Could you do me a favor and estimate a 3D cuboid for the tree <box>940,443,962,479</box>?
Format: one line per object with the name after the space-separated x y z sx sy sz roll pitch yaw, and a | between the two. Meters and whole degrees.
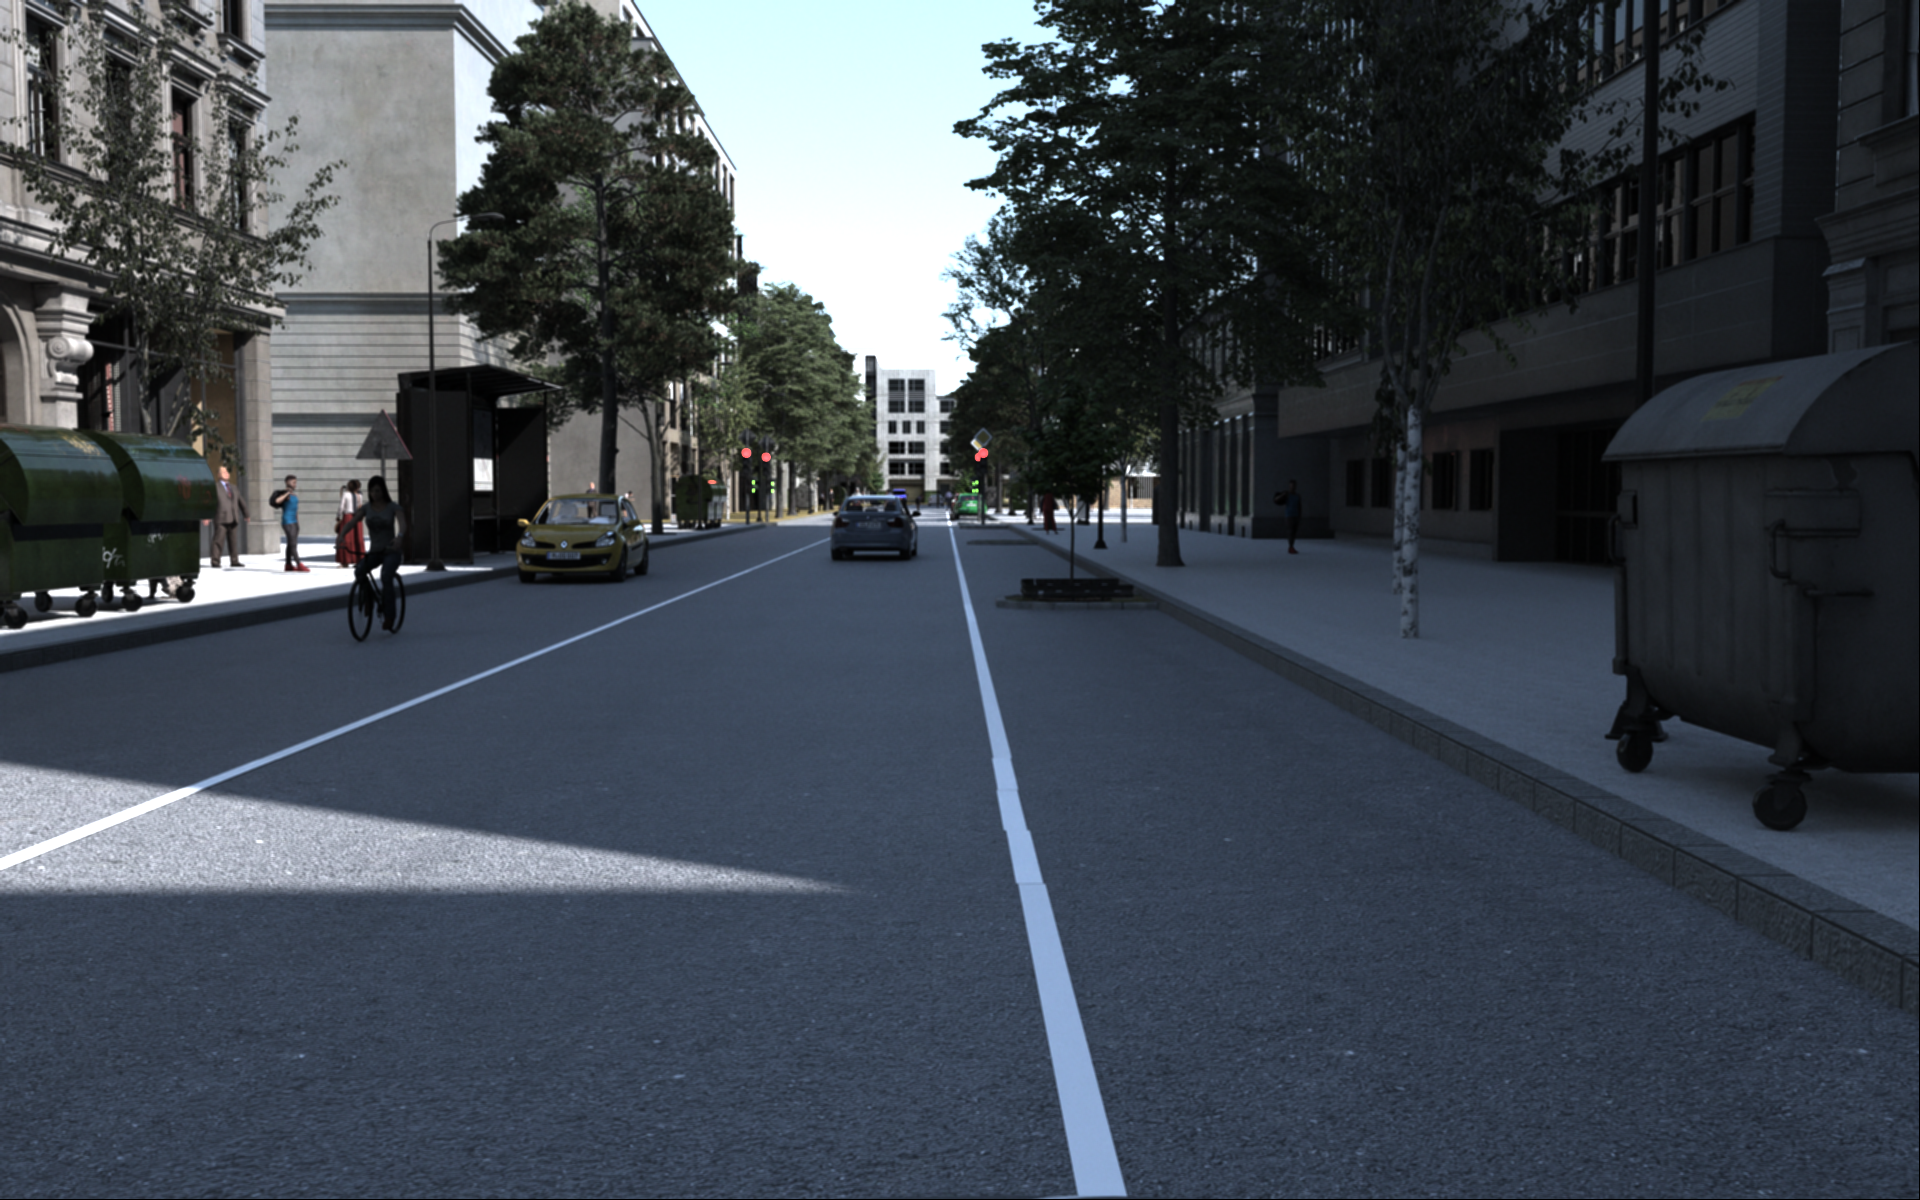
1.436 -18.032 229.229 7.601 10.594 8.767 2 4 27 | tree

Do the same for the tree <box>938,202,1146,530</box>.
3.006 -8.315 61.714 9.928 11.665 9.643 0 3 0 | tree

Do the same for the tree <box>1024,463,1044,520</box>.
3.807 -5.524 84.924 1.663 3.219 1.824 0 3 0 | tree

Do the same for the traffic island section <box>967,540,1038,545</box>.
1.188 -1.642 49.713 1.991 0.108 1.994 0 4 -1 | traffic island section

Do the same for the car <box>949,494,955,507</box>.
-0.373 -11.289 194.368 2.009 1.686 4.222 0 4 1 | car

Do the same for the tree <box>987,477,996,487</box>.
2.896 -12.538 188.714 4.285 4.588 4.351 0 3 0 | tree

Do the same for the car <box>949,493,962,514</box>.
0.301 -7.132 125.642 2.155 1.783 4.494 0 3 0 | car

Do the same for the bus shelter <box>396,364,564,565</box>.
-9.385 -2.638 34.420 1.731 3.624 6.357 0 4 0 | bus shelter

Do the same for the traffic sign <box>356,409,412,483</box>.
-8.864 -1.629 26.644 0.884 2.594 0.081 0 4 4 | traffic sign

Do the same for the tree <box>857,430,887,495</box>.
-10.526 -14.985 195.363 4.737 8.622 4.395 0 3 0 | tree

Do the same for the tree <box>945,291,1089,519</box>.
3.760 -10.321 90.800 6.751 12.117 7.091 0 3 0 | tree

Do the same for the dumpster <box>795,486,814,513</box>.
-10.616 -6.867 118.027 1.264 1.857 1.865 0 4 0 | dumpster

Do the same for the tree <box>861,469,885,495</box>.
-10.736 -14.067 213.714 4.285 4.588 4.351 0 3 0 | tree

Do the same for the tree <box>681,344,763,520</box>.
-11.499 -8.234 84.980 4.737 8.622 4.395 0 3 0 | tree

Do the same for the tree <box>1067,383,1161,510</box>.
7.936 -8.111 82.979 4.737 8.622 4.395 0 3 0 | tree

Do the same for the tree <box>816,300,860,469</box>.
-9.875 -12.008 103.752 7.806 13.903 7.818 0 3 0 | tree

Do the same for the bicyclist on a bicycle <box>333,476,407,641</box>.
-5.816 -0.444 17.287 1.499 1.676 1.625 0 4 0 | bicyclist on a bicycle

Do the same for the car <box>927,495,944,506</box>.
-2.882 -11.944 207.641 2.083 1.381 4.827 0 4 -1 | car

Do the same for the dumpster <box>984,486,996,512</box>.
2.416 -7.432 127.278 1.264 1.857 1.865 0 4 -1 | dumpster

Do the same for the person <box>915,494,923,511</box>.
-3.488 -8.407 149.179 0.697 1.427 0.421 1 4 19 | person

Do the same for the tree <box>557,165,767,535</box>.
-9.655 -7.877 54.548 9.928 11.665 9.643 0 3 0 | tree

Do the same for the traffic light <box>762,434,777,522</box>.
-8.895 -5.547 79.944 0.839 4.213 0.868 0 4 -1 | traffic light

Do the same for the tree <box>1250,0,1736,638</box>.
4.241 -3.970 15.266 4.360 8.622 3.978 0 3 0 | tree

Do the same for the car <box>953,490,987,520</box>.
0.540 -5.515 98.965 1.959 1.807 4.718 0 4 -2 | car

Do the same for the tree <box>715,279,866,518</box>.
-9.239 -10.635 92.010 7.486 12.596 7.792 0 3 0 | tree

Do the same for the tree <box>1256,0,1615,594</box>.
5.866 -4.379 21.952 4.737 8.622 4.395 0 3 0 | tree

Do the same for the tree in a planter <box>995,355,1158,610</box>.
1.457 -1.536 22.339 1.991 3.239 1.994 0 4 -1 | tree in a planter

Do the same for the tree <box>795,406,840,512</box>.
-10.523 -10.594 123.578 4.360 8.622 3.978 0 3 0 | tree

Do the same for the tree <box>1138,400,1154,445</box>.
16.282 -12.728 118.479 12.009 13.543 11.850 0 3 0 | tree

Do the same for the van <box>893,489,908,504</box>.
-7.894 -13.488 224.914 2.240 2.365 5.245 0 4 -2 | van

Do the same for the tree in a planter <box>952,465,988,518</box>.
0.661 -6.576 104.736 1.991 3.239 1.994 0 4 -1 | tree in a planter

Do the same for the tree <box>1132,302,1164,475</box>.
14.257 -11.950 102.033 9.857 13.997 8.962 0 3 0 | tree

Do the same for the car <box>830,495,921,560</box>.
-1.904 -1.649 38.971 2.014 1.417 4.499 0 4 1 | car

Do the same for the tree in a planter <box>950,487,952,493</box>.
0.393 -8.282 132.635 1.991 3.239 1.994 0 4 -1 | tree in a planter

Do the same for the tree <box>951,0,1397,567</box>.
3.752 -6.845 30.047 7.486 12.596 7.792 0 3 0 | tree

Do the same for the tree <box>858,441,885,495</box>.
-11.725 -16.619 222.074 4.360 8.622 3.978 0 3 0 | tree

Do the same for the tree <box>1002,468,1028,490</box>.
4.831 -11.372 136.300 4.737 8.622 4.395 0 3 0 | tree

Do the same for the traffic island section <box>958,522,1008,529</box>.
0.984 -3.052 72.183 2.009 0.180 2.903 0 4 -1 | traffic island section

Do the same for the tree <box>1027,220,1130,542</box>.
4.494 -5.847 45.962 4.360 8.622 3.978 0 3 0 | tree

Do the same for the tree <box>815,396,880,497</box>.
-11.233 -15.363 173.237 6.751 12.117 7.091 0 3 0 | tree

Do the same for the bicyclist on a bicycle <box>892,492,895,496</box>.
-6.459 -9.512 165.544 1.499 1.676 1.625 0 4 -1 | bicyclist on a bicycle

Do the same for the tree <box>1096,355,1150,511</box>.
11.573 -13.890 134.524 7.806 13.903 7.818 0 3 0 | tree

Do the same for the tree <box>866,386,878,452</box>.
-9.779 -13.090 132.141 7.486 12.596 7.792 0 3 0 | tree

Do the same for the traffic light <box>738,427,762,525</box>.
-8.817 -5.059 71.959 0.839 4.213 0.868 0 4 -1 | traffic light

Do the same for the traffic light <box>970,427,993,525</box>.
0.944 -5.066 72.070 0.839 4.213 0.868 0 4 -1 | traffic light

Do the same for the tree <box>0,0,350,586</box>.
-11.005 -4.500 23.945 4.360 8.622 3.978 0 3 0 | tree

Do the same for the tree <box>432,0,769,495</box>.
-8.890 -8.313 43.344 7.806 13.903 7.818 0 3 0 | tree

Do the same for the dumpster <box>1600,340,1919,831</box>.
3.629 -0.091 7.246 1.264 1.857 1.865 0 4 -1 | dumpster

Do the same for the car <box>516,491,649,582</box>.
-6.348 -1.168 29.328 2.015 1.641 3.980 0 4 -2 | car
